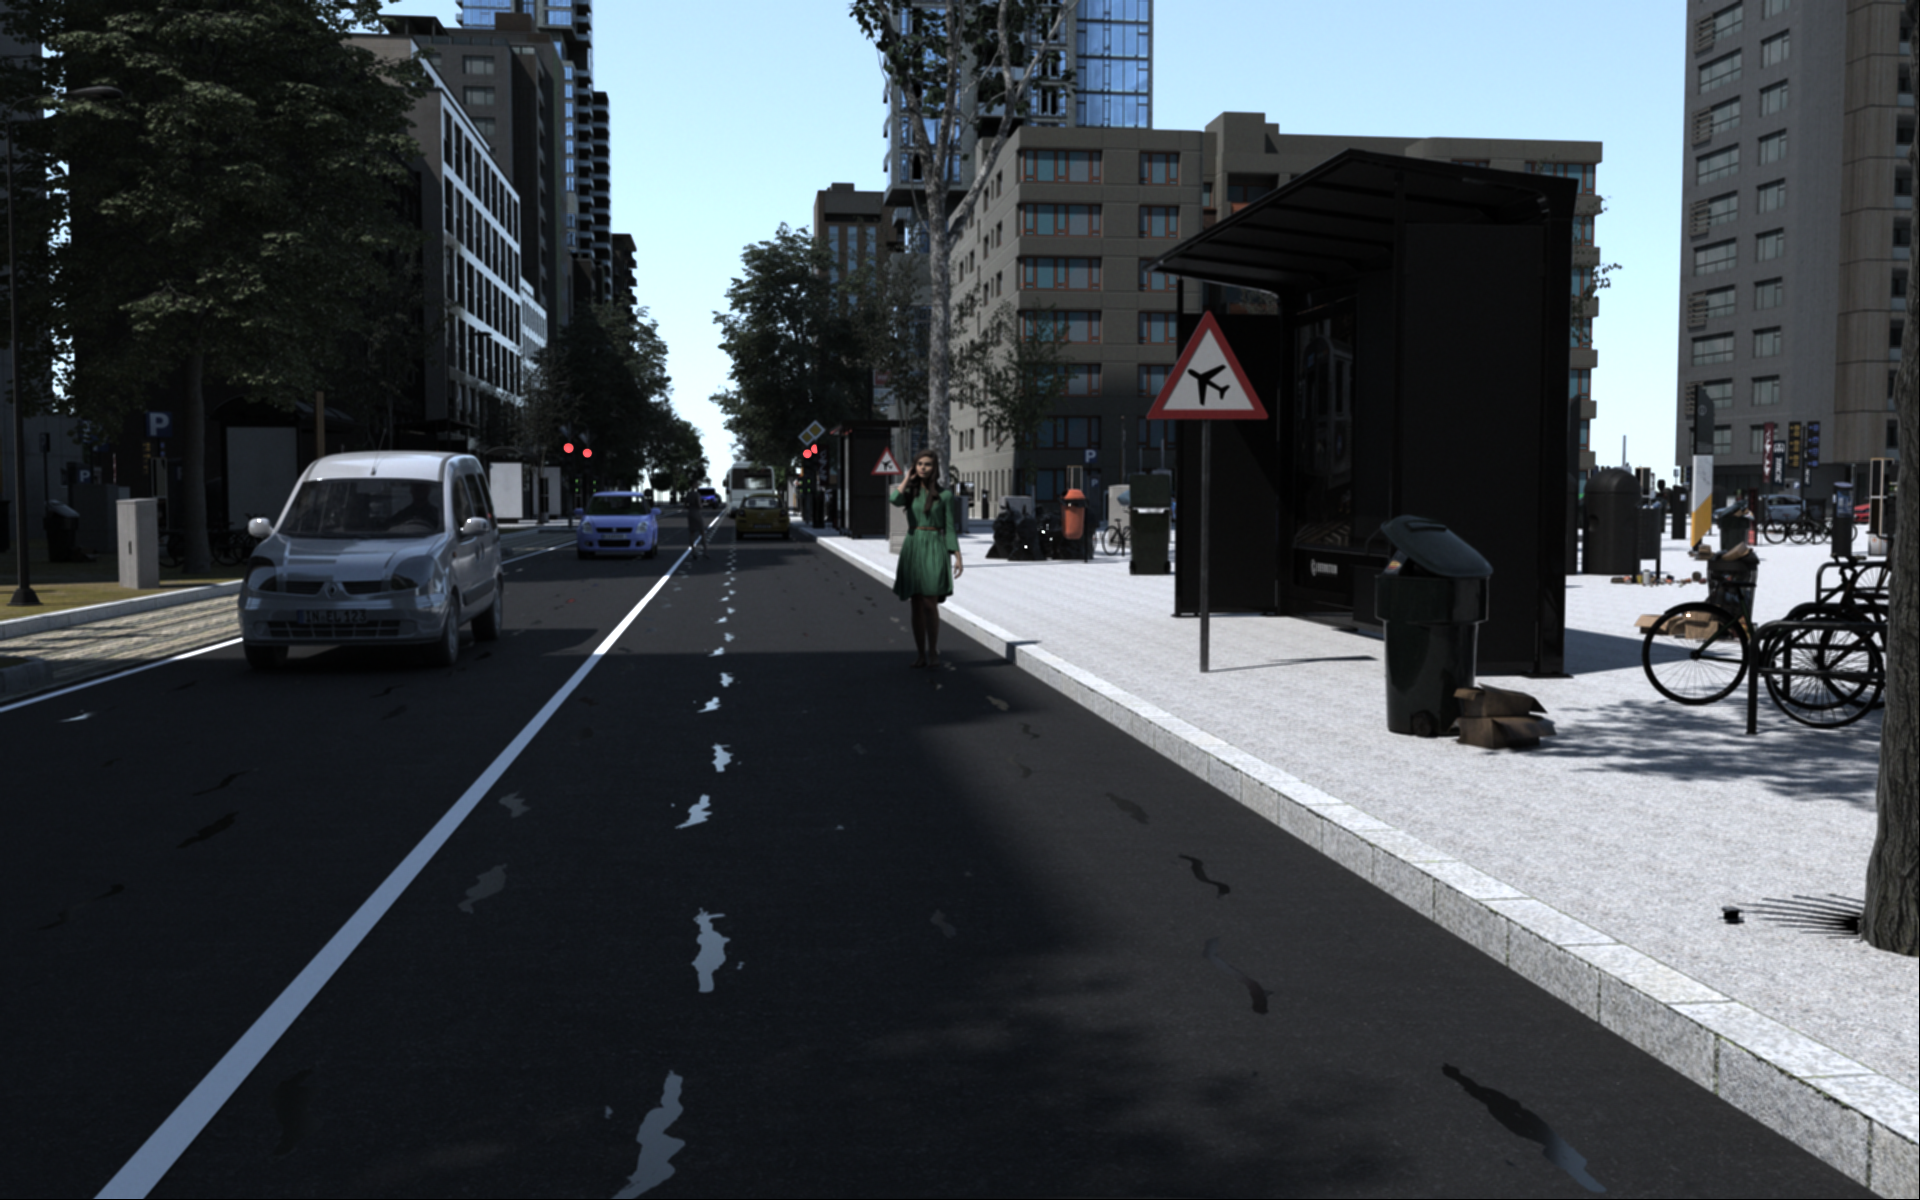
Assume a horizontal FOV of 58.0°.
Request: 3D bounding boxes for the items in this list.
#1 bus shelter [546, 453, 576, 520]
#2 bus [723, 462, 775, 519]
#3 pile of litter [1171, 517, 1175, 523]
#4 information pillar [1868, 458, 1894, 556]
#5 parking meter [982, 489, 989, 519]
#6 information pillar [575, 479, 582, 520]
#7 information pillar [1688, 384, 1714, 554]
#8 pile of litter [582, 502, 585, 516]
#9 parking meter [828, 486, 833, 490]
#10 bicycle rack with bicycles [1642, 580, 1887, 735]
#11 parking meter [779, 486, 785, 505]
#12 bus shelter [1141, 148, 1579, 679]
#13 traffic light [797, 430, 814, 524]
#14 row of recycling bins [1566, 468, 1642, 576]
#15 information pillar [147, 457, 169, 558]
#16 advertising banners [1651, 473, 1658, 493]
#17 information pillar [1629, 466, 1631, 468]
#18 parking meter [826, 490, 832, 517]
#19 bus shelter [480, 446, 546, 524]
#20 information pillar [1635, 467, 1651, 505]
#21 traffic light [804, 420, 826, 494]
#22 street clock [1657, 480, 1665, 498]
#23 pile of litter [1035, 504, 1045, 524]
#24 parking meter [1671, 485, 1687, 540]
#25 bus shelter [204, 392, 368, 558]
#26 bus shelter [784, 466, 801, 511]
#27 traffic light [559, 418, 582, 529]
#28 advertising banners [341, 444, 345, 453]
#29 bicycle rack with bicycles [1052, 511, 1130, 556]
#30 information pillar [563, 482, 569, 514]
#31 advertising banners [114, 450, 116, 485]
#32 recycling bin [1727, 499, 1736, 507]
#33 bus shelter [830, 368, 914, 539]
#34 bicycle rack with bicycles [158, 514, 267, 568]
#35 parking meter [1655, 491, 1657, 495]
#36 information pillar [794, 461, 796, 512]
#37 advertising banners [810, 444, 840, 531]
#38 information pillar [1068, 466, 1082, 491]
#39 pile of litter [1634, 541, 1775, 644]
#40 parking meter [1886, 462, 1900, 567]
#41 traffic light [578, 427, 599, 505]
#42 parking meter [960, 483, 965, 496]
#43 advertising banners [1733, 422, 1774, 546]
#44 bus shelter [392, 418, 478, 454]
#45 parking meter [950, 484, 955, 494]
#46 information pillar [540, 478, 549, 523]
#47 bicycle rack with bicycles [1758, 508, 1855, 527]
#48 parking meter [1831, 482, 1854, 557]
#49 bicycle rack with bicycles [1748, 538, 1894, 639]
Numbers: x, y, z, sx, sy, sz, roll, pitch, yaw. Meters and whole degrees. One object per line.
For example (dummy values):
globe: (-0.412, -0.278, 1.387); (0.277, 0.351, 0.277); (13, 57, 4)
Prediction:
bus shelter: (-20.718, -5.739, 87.759); (2.014, 3.302, 5.546); (0, 4, -7)
bus: (-12.768, -6.715, 104.642); (2.948, 3.499, 13.247); (-1, 4, -9)
pile of litter: (9.716, -3.928, 78.187); (1.176, 0.858, 1.719); (2, 4, 31)
information pillar: (19.007, -1.911, 35.743); (0.304, 2.012, 0.304); (-1, 4, -19)
parking meter: (1.308, -4.941, 89.191); (0.372, 1.533, 0.369); (0, 3, 0)
information pillar: (-19.017, -5.003, 86.285); (0.304, 2.012, 0.304); (-1, 4, -18)
information pillar: (15.820, -2.786, 36.913); (0.504, 3.616, 0.183); (-1, 4, -22)
pile of litter: (-22.478, -5.502, 103.916); (1.176, 0.858, 1.719); (2, 4, 31)
parking meter: (-9.255, -7.223, 123.806); (0.255, 1.863, 0.399); (0, 4, 4)
bicycle rack with bicycles: (5.368, 0.223, 9.729); (2.925, 0.926, 2.852); (2, 4, 32)
parking meter: (-12.644, -7.180, 123.096); (0.399, 1.863, 0.255); (3, 5, 39)
bus shelter: (3.109, -1.451, 15.003); (1.731, 3.624, 6.357); (0, 4, -7)
traffic light: (-6.486, -5.163, 73.329); (0.839, 4.253, 0.868); (0, 4, -7)
row of recycling bins: (9.068, -1.266, 27.806); (3.534, 1.692, 1.069); (1, 4, 10)
information pillar: (-16.144, -1.859, 34.884); (0.304, 2.012, 0.304); (-3, 4, -37)
advertising banners: (57.790, -8.998, 143.304); (2.074, 3.025, 0.090); (-2, 4, -31)
information pillar: (54.527, -9.179, 141.435); (0.504, 3.616, 0.183); (0, 4, 5)
parking meter: (-7.477, -5.530, 98.824); (0.372, 1.533, 0.369); (0, 3, 0)
bus shelter: (-19.729, -5.043, 76.369); (2.014, 3.302, 5.546); (0, 4, -7)
information pillar: (18.756, -2.638, 47.620); (0.304, 2.012, 0.304); (-1, 4, -16)
traffic light: (-5.472, -4.678, 65.408); (0.839, 4.253, 0.868); (0, 4, -7)
street clock: (34.962, -5.004, 86.390); (0.358, 2.002, 0.471); (0, 4, 1)
pile of litter: (3.238, -3.729, 74.939); (1.176, 0.858, 1.719); (-3, 4, -36)
parking meter: (20.344, -2.482, 48.989); (0.372, 1.533, 0.369); (0, 3, 0)
bus shelter: (-14.320, -2.645, 37.177); (2.014, 3.302, 5.546); (0, 4, -7)
bus shelter: (-11.980, -8.237, 128.604); (2.014, 3.302, 5.546); (0, 4, -7)
traffic light: (-14.458, -4.607, 64.246); (0.839, 4.253, 0.868); (0, 4, -7)
advertising banners: (-21.815, -3.954, 60.828); (0.090, 3.025, 2.074); (-2, 4, -30)
bicycle rack with bicycles: (2.887, -1.431, 36.775); (2.852, 0.926, 2.925); (2, 4, 33)
information pillar: (-23.159, -5.959, 101.928); (0.304, 2.012, 0.304); (-2, 4, -33)
advertising banners: (-34.165, -4.520, 70.089); (0.090, 3.025, 2.074); (-2, 4, -25)
recycling bin: (39.549, -4.649, 88.572); (0.722, 1.027, 0.722); (-1, 4, -11)
bus shelter: (-2.820, -4.615, 53.087); (2.179, 5.291, 8.768); (0, 4, -7)
bicycle rack with bicycles: (-13.381, -1.115, 31.619); (2.925, 0.926, 2.852); (-2, 4, -35)
parking meter: (58.711, -8.442, 146.438); (0.372, 1.533, 0.369); (0, 3, 0)
information pillar: (-11.516, -7.912, 120.721); (0.183, 3.616, 0.504); (0, 4, 1)
advertising banners: (-4.556, -4.182, 64.563); (2.074, 3.025, 0.090); (-1, 4, -14)
information pillar: (3.004, -2.498, 45.326); (0.304, 2.012, 0.304); (-1, 4, -17)
pile of litter: (6.737, -0.104, 15.672); (1.176, 0.858, 1.719); (2, 4, 24)
parking meter: (15.752, -1.423, 28.980); (0.399, 1.863, 0.255); (-1, 4, -12)
traffic light: (-15.472, -5.092, 72.167); (0.839, 4.253, 0.868); (0, 4, -7)
parking meter: (0.124, -5.032, 87.976); (0.255, 1.863, 0.399); (0, 4, -4)
advertising banners: (19.657, -2.858, 42.919); (0.090, 3.025, 2.074); (0, 4, 1)
bus shelter: (-17.066, -3.997, 56.632); (1.731, 3.624, 6.357); (0, 4, -7)
parking meter: (-0.504, -5.833, 101.082); (0.399, 1.863, 0.255); (2, 4, 31)
information pillar: (-18.513, -4.439, 77.075); (0.304, 2.012, 0.304); (2, 4, 25)
bicycle rack with bicycles: (21.836, -1.927, 44.882); (2.852, 0.926, 2.925); (-2, 4, -34)
parking meter: (17.984, -1.644, 35.294); (0.372, 1.533, 0.369); (0, 3, 0)
bicycle rack with bicycles: (9.724, -0.182, 16.364); (2.925, 0.926, 2.852); (-1, 4, -23)
